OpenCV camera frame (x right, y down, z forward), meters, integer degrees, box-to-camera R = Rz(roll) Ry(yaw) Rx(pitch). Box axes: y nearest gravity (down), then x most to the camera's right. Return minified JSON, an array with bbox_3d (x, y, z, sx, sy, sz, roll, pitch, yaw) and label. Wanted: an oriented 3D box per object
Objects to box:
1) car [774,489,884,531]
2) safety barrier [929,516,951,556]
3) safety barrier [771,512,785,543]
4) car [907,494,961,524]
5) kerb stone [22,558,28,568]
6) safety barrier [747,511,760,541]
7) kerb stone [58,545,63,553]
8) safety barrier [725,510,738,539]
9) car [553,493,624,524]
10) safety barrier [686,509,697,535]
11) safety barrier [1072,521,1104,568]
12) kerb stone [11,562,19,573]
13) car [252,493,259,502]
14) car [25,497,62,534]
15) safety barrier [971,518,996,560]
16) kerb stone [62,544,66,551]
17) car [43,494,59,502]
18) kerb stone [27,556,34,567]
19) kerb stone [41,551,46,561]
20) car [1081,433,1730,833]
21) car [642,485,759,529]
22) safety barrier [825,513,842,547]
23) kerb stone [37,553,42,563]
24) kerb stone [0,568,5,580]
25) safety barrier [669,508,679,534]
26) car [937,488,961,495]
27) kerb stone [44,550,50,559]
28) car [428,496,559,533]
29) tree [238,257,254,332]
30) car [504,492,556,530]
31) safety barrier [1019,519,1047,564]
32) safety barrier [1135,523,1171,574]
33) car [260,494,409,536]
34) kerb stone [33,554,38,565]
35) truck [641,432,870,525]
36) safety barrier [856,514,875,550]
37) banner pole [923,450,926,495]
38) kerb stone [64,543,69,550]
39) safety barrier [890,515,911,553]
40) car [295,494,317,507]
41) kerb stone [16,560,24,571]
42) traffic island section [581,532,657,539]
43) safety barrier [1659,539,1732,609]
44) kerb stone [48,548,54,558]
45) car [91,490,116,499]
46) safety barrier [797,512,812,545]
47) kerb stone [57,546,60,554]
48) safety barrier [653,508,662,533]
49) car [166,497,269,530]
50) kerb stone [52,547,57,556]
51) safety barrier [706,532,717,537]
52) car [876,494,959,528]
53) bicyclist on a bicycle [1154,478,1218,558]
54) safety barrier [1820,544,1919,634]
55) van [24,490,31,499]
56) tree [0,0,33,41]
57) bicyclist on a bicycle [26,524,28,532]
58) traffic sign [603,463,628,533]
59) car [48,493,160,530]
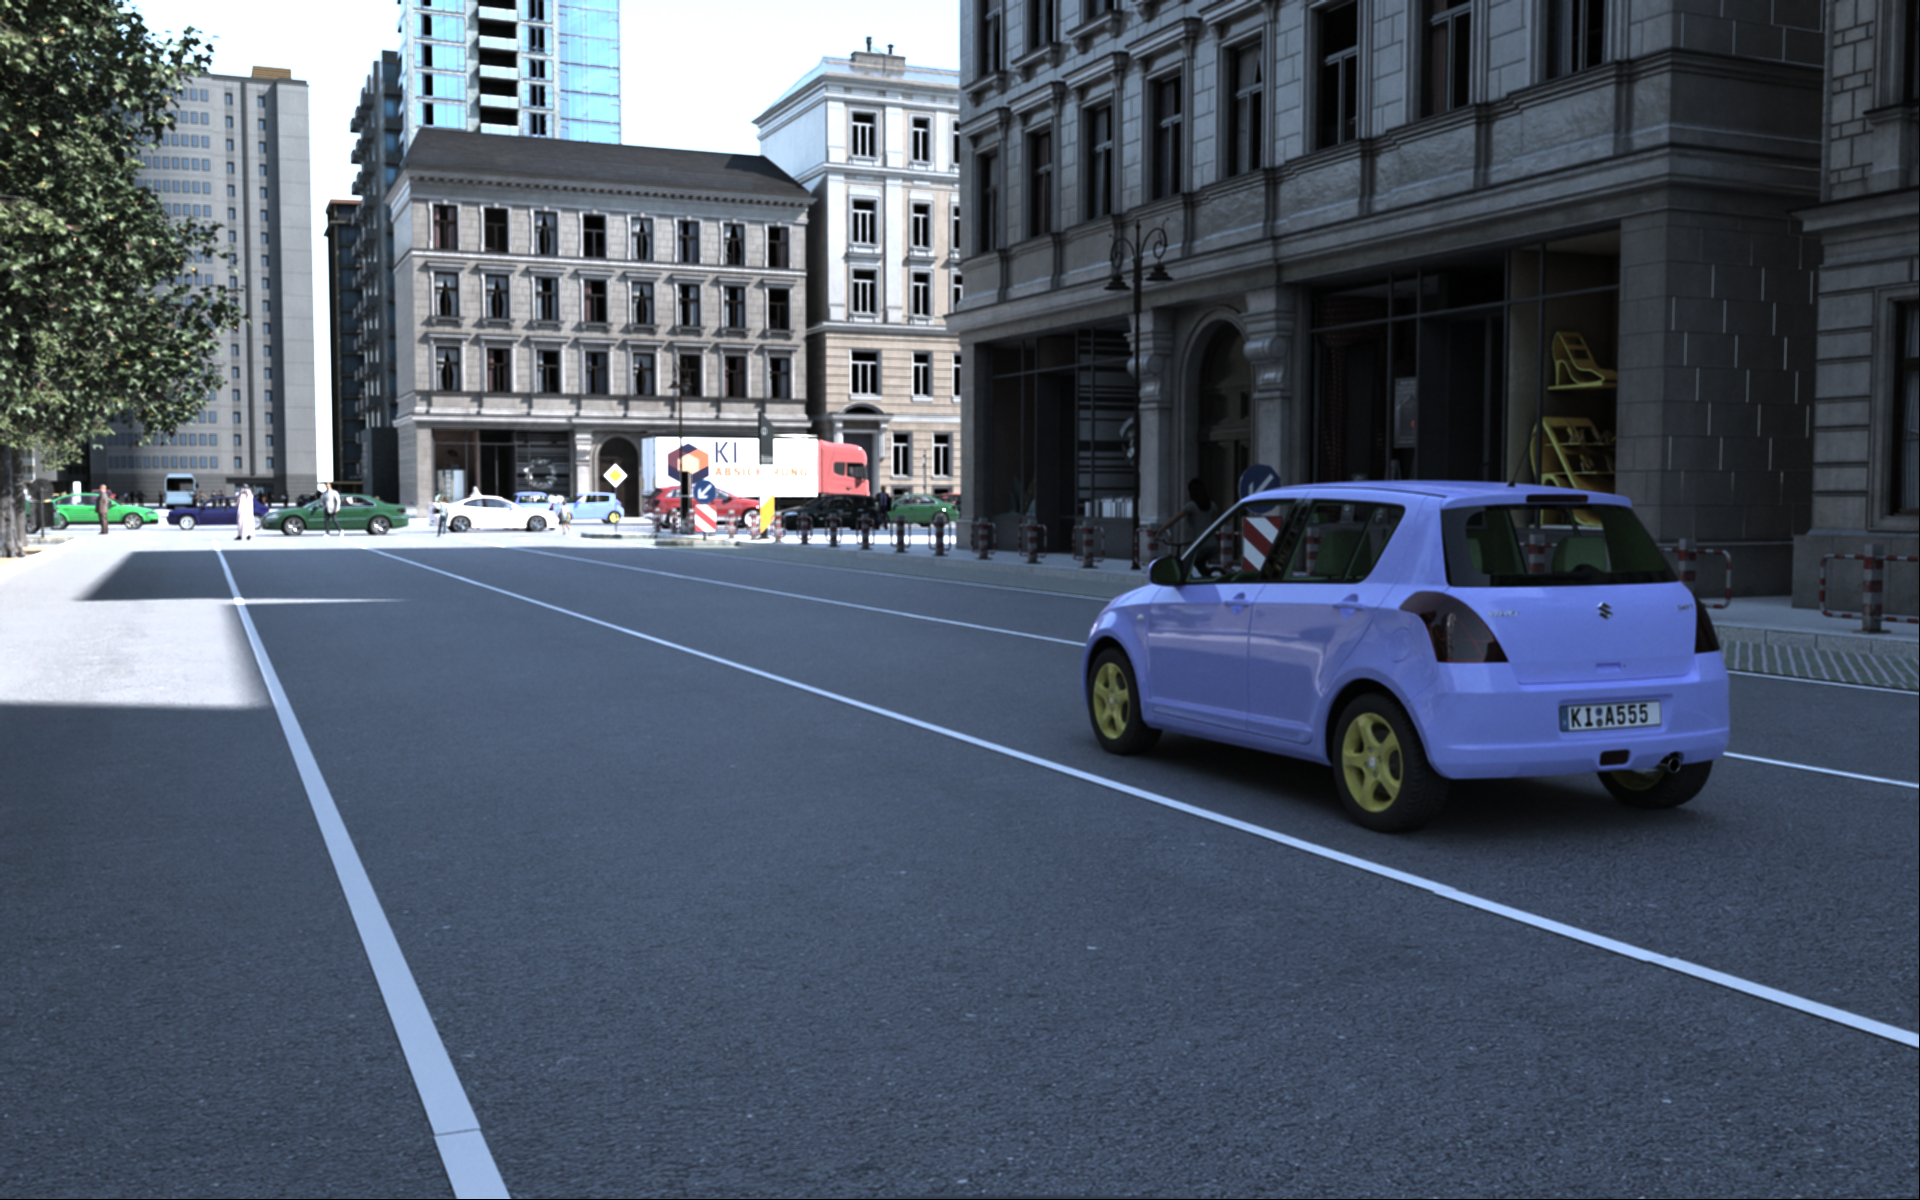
[{"bbox_3d":[-4.923,-3.400,65.382,4.222,1.686,2.009,-2,4,-24],"label":"car"},{"bbox_3d":[-0.424,-1.325,35.932,0.300,0.817,1.120,-2,4,-24],"label":"safety barrier"},{"bbox_3d":[-4.824,-1.934,45.899,0.300,0.817,1.120,-2,4,-24],"label":"safety barrier"},{"bbox_3d":[-0.997,-4.459,82.683,4.222,1.686,2.009,-2,4,-24],"label":"car"},{"bbox_3d":[-17.959,-0.666,33.085,0.120,0.150,1.000,-2,4,-24],"label":"kerb stone"},{"bbox_3d":[-5.704,-2.056,47.897,0.300,0.817,1.120,-2,4,-24],"label":"safety barrier"},{"bbox_3d":[-21.702,-1.186,41.581,0.120,0.150,1.000,-2,4,-24],"label":"kerb stone"},{"bbox_3d":[-6.584,-2.178,49.887,0.300,0.817,1.120,-2,4,-24],"label":"safety barrier"},{"bbox_3d":[-18.256,-4.560,84.147,3.694,1.707,1.945,-2,4,-25],"label":"car"},{"bbox_3d":[-8.351,-2.422,53.880,0.300,0.817,1.120,-2,4,-24],"label":"safety barrier"},{"bbox_3d":[2.217,-0.959,29.960,0.300,0.817,1.120,-2,4,-24],"label":"safety barrier"},{"bbox_3d":[-17.111,-0.551,31.209,0.120,0.150,1.000,-2,4,-24],"label":"kerb stone"},{"bbox_3d":[-73.064,-10.321,178.339,1.945,1.707,3.694,-1,4,-22],"label":"car"},{"bbox_3d":[-34.812,-3.059,61.811,4.920,1.459,2.131,-2,4,-24],"label":"car"},{"bbox_3d":[0.457,-1.203,33.942,0.300,0.817,1.120,-2,4,-24],"label":"safety barrier"},{"bbox_3d":[-22.110,-1.235,42.526,0.120,0.150,1.000,-2,4,-24],"label":"kerb stone"},{"bbox_3d":[-75.465,-8.195,144.209,2.015,1.641,3.980,-2,4,-25],"label":"car"},{"bbox_3d":[-18.366,-0.723,34.040,0.120,0.150,1.000,-2,4,-24],"label":"kerb stone"},{"bbox_3d":[-19.612,-0.894,36.860,0.120,0.150,1.000,-2,4,-24],"label":"kerb stone"},{"bbox_3d":[2.008,0.048,8.815,1.945,1.707,3.694,-1,4,-23],"label":"car"},{"bbox_3d":[-10.518,-3.877,72.069,5.304,1.827,2.281,-1,4,-23],"label":"car"},{"bbox_3d":[-3.062,-1.691,41.919,0.300,0.817,1.120,-2,4,-24],"label":"safety barrier"},{"bbox_3d":[-19.197,-0.835,35.920,0.120,0.150,1.000,-2,4,-24],"label":"kerb stone"},{"bbox_3d":[-16.703,-0.488,30.266,0.120,0.150,1.000,-2,4,-24],"label":"kerb stone"},{"bbox_3d":[-9.225,-2.544,55.873,0.300,0.817,1.120,-2,4,-24],"label":"safety barrier"},{"bbox_3d":[0.271,-4.974,90.372,4.494,1.783,2.155,-1,4,-22],"label":"car"},{"bbox_3d":[-20.026,-0.948,37.811,0.120,0.150,1.000,-2,4,-24],"label":"kerb stone"},{"bbox_3d":[-17.690,-3.263,65.719,4.827,1.381,2.083,-1,4,-23],"label":"car"},{"bbox_3d":[-14.528,-6.325,22.884,9.611,12.733,9.660,0,3,0],"label":"tree"},{"bbox_3d":[-17.496,-3.705,70.172,1.945,1.707,3.694,-1,4,-23],"label":"car"},{"bbox_3d":[1.338,-1.081,31.951,0.300,0.817,1.120,-2,4,-24],"label":"safety barrier"},{"bbox_3d":[3.111,-0.836,27.946,0.300,0.817,1.120,-2,4,-24],"label":"safety barrier"},{"bbox_3d":[-21.851,-2.985,60.604,4.920,1.459,2.131,-2,4,-25],"label":"car"},{"bbox_3d":[-18.778,-0.782,34.982,0.120,0.150,1.000,-2,4,-24],"label":"kerb stone"},{"bbox_3d":[-9.255,-5.691,81.962,11.283,4.237,2.839,-2,4,-25],"label":"truck"},{"bbox_3d":[-2.182,-1.569,39.928,0.300,0.817,1.120,-2,4,-24],"label":"safety barrier"},{"bbox_3d":[-2.021,-6.634,98.486,0.401,3.779,0.863,1,4,9],"label":"banner pole"},{"bbox_3d":[-22.537,-1.301,43.465,0.120,0.150,1.000,-2,4,-24],"label":"kerb stone"},{"bbox_3d":[-1.304,-1.447,37.937,0.300,0.817,1.120,-2,4,-24],"label":"safety barrier"},{"bbox_3d":[-62.425,-9.525,165.522,2.009,1.686,4.222,-2,4,-25],"label":"car"},{"bbox_3d":[-17.531,-0.607,32.150,0.120,0.150,1.000,-2,4,-24],"label":"kerb stone"},{"bbox_3d":[-11.257,-2.110,56.778,2.009,0.180,2.903,-2,4,-24],"label":"traffic island section"},{"bbox_3d":[7.528,-0.224,17.943,0.300,0.817,1.120,-2,4,-24],"label":"safety barrier"},{"bbox_3d":[-20.442,-1.011,38.754,0.120,0.150,1.000,-2,4,-24],"label":"kerb stone"},{"bbox_3d":[-72.311,-8.390,145.842,2.281,1.827,5.304,-2,4,-24],"label":"car"},{"bbox_3d":[-3.943,-1.812,43.909,0.300,0.817,1.120,-2,4,-24],"label":"safety barrier"},{"bbox_3d":[-21.277,-1.128,40.631,0.120,0.150,1.000,-2,4,-24],"label":"kerb stone"},{"bbox_3d":[-10.105,-2.666,57.864,0.300,0.817,1.120,-2,4,-24],"label":"safety barrier"},{"bbox_3d":[-29.884,-3.501,69.820,3.894,1.354,1.945,-2,4,-25],"label":"car"},{"bbox_3d":[-20.858,-1.070,39.693,0.120,0.150,1.000,-2,4,-24],"label":"kerb stone"},{"bbox_3d":[-7.461,-2.300,51.879,0.300,0.817,1.120,-2,4,-24],"label":"safety barrier"},{"bbox_3d":[-2.447,-3.872,75.099,4.920,1.459,2.131,-2,4,-25],"label":"car"},{"bbox_3d":[2.651,-0.591,19.683,1.499,1.676,1.625,-2,4,-24],"label":"bicyclist on a bicycle"},{"bbox_3d":[8.408,-0.103,15.952,0.300,0.817,1.120,-2,4,-24],"label":"safety barrier"},{"bbox_3d":[-83.267,-8.937,153.123,2.013,2.044,4.112,-2,4,-24],"label":"van"},{"bbox_3d":[-18.599,-6.725,30.531,7.486,12.596,7.792,0,3,0],"label":"tree"},{"bbox_3d":[-31.612,-2.873,57.002,1.625,1.676,1.499,-2,4,-24],"label":"bicyclist on a bicycle"},{"bbox_3d":[-11.275,-3.245,56.692,0.795,2.450,0.064,-2,4,-24],"label":"traffic sign"},{"bbox_3d":[-34.961,-3.746,70.042,4.718,1.807,1.959,-1,4,-23],"label":"car"}]
